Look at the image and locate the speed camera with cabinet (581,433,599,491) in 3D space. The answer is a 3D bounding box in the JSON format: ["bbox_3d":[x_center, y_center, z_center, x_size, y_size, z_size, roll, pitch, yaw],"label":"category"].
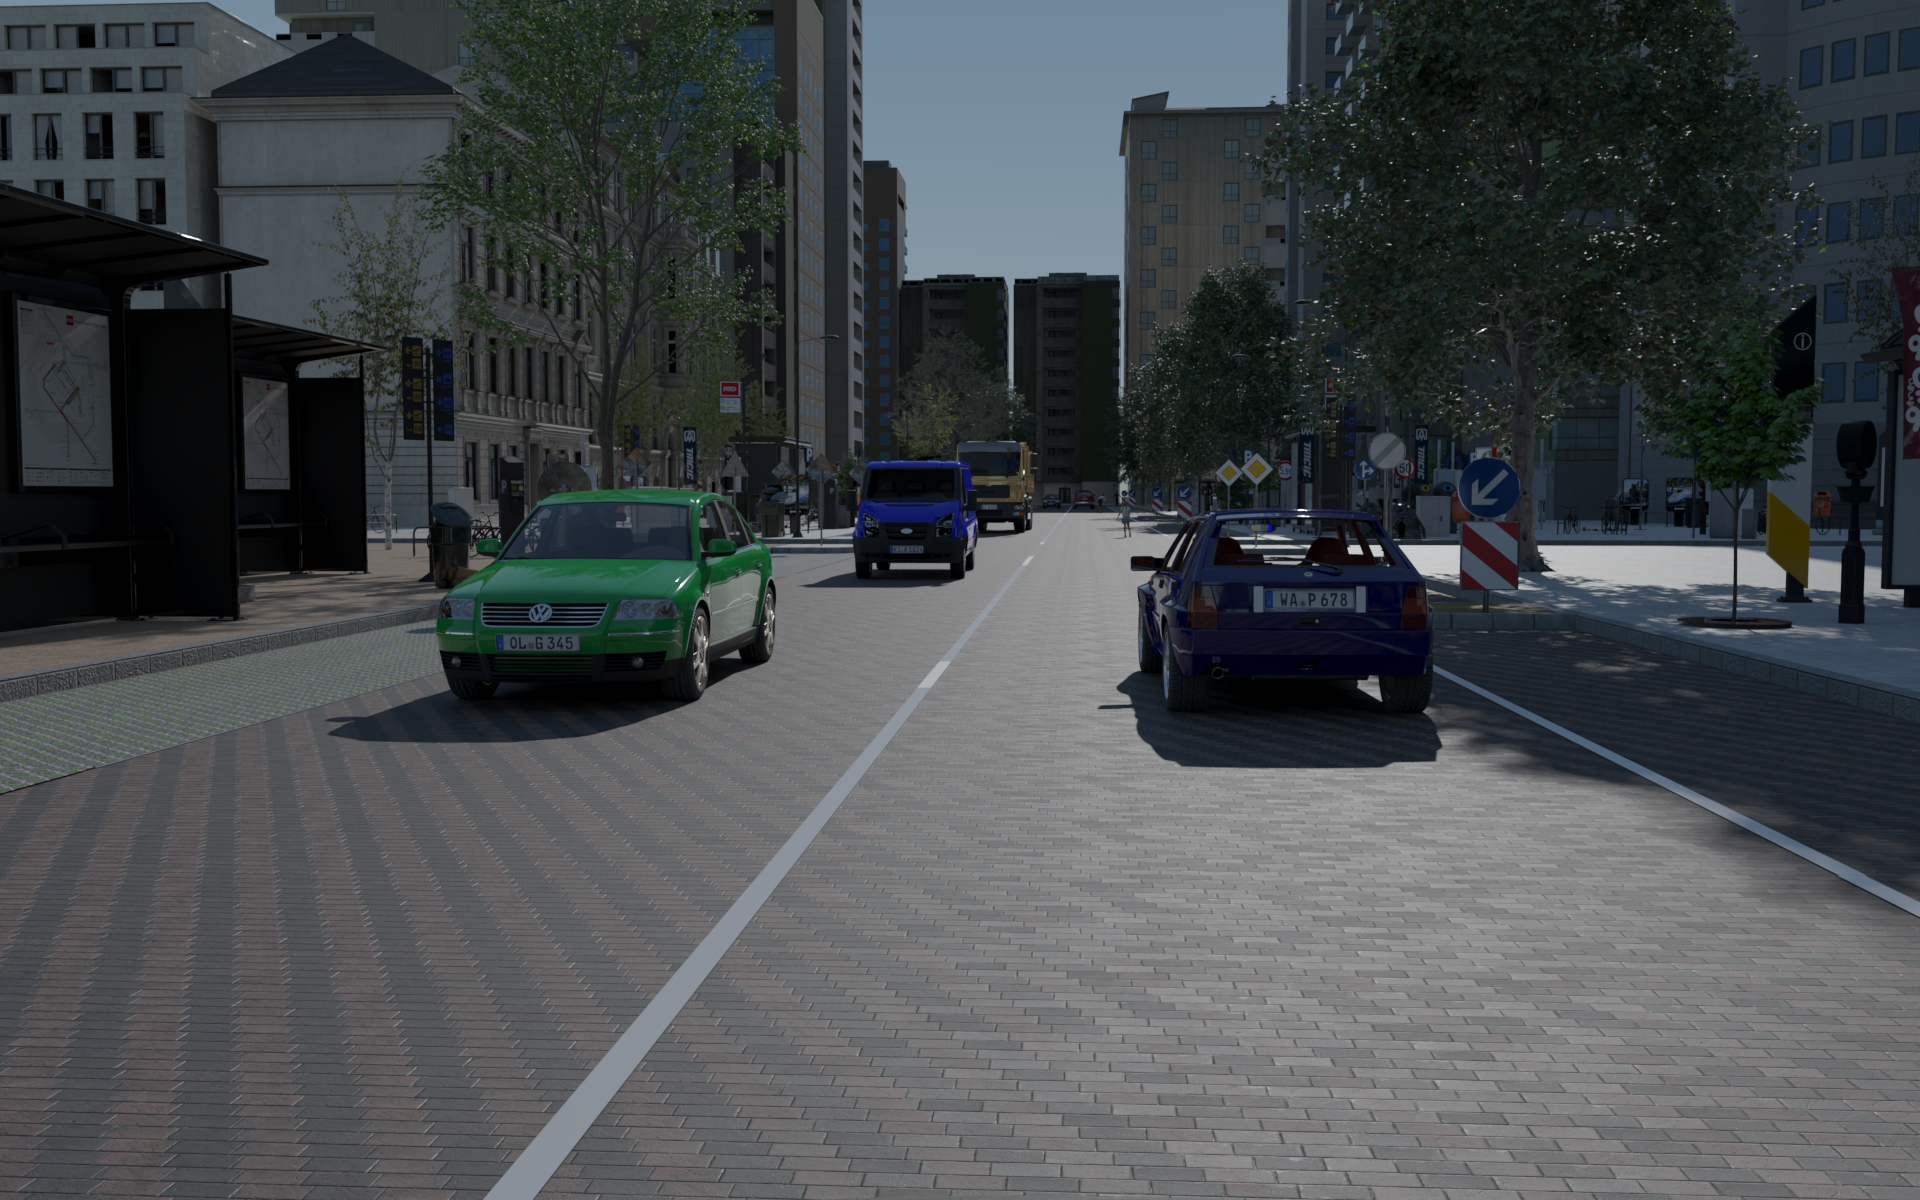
[{"bbox_3d":[-11.985,-3.760,55.814,0.660,3.252,2.038,-1,4,-10],"label":"speed camera with cabinet"}]

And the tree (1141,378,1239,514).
[{"bbox_3d":[13.440,-8.962,96.894,4.737,8.622,4.395,0,3,0],"label":"tree"}]

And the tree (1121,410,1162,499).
[{"bbox_3d":[18.694,-14.021,163.654,7.601,10.594,8.767,0,4,-7],"label":"tree"}]

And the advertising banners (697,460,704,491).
[{"bbox_3d":[-13.865,-5.673,88.947,2.074,3.025,0.090,2,4,35],"label":"advertising banners"}]

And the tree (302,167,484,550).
[{"bbox_3d":[-13.136,-5.472,39.835,4.360,8.622,3.978,0,3,0],"label":"tree"}]

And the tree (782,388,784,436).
[{"bbox_3d":[-11.999,-8.225,84.837,4.737,8.622,4.395,0,3,0],"label":"tree"}]

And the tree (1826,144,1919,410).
[{"bbox_3d":[20.740,-5.316,37.280,4.360,8.622,3.978,0,3,0],"label":"tree"}]

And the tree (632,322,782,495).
[{"bbox_3d":[-10.506,-7.468,72.462,4.737,8.622,4.395,0,3,0],"label":"tree"}]

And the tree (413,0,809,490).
[{"bbox_3d":[-6.548,-6.512,32.223,9.928,11.665,9.643,0,3,0],"label":"tree"}]

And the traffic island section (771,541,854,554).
[{"bbox_3d":[-3.449,-1.258,42.856,2.009,0.180,2.903,0,4,4],"label":"traffic island section"}]

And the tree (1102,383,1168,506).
[{"bbox_3d":[20.589,-17.521,193.126,9.857,13.997,8.962,0,3,0],"label":"tree"}]

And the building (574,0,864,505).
[{"bbox_3d":[-24.432,-38.918,178.305,28.212,58.520,21.231,0,4,4],"label":"building"}]

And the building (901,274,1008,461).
[{"bbox_3d":[-0.618,-28.075,230.721,14.107,30.474,14.160,0,4,4],"label":"building"}]

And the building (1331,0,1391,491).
[{"bbox_3d":[42.328,-31.772,139.088,23.786,49.044,30.456,0,4,4],"label":"building"}]

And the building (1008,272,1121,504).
[{"bbox_3d":[14.065,-27.969,228.996,14.107,30.474,14.160,0,4,4],"label":"building"}]

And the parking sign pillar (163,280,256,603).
[{"bbox_3d":[-9.127,-1.953,20.411,1.447,3.967,1.447,3,5,42],"label":"parking sign pillar"}]

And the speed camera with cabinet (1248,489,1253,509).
[{"bbox_3d":[16.985,-6.540,101.270,0.660,3.252,2.038,2,4,34],"label":"speed camera with cabinet"}]

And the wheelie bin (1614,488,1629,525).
[{"bbox_3d":[28.032,-3.989,73.126,0.693,1.594,0.980,0,4,5],"label":"wheelie bin"}]

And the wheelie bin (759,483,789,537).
[{"bbox_3d":[-5.558,-2.665,51.488,0.980,1.594,0.693,1,4,14],"label":"wheelie bin"}]

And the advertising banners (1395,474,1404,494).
[{"bbox_3d":[21.250,-5.273,82.409,2.074,3.025,0.090,-3,4,-39],"label":"advertising banners"}]

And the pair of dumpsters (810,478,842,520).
[{"bbox_3d":[-6.827,-5.064,85.295,1.574,2.255,4.437,0,4,4],"label":"pair of dumpsters"}]

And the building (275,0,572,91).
[{"bbox_3d":[-52.890,-35.943,176.899,27.495,52.752,28.713,0,4,4],"label":"building"}]

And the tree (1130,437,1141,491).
[{"bbox_3d":[19.998,-14.331,184.666,4.737,8.622,4.395,0,3,0],"label":"tree"}]

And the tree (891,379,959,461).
[{"bbox_3d":[-2.004,-9.775,110.189,4.360,8.622,3.978,0,3,0],"label":"tree"}]

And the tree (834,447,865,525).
[{"bbox_3d":[-4.627,-4.731,71.949,1.663,3.219,1.824,0,3,0],"label":"tree"}]

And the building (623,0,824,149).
[{"bbox_3d":[-19.492,-30.444,147.863,14.600,45.320,14.200,0,4,4],"label":"building"}]

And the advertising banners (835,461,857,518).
[{"bbox_3d":[-6.095,-5.967,93.747,0.090,3.025,2.074,2,4,35],"label":"advertising banners"}]

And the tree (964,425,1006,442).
[{"bbox_3d":[2.495,-13.388,169.259,4.737,8.622,4.395,0,3,0],"label":"tree"}]

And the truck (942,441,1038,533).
[{"bbox_3d":[1.365,-4.295,66.142,3.469,3.379,9.791,0,4,5],"label":"truck"}]

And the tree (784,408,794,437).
[{"bbox_3d":[-12.590,-9.896,112.168,4.737,8.622,4.395,0,3,0],"label":"tree"}]

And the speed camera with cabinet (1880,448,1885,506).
[{"bbox_3d":[18.212,-2.313,32.161,2.038,3.252,0.660,0,4,-8],"label":"speed camera with cabinet"}]

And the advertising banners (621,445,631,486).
[{"bbox_3d":[-12.558,-4.022,61.950,2.074,3.025,0.090,1,4,18],"label":"advertising banners"}]

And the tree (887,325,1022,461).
[{"bbox_3d":[-0.297,-13.133,125.099,12.009,13.543,11.850,0,3,0],"label":"tree"}]

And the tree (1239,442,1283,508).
[{"bbox_3d":[11.098,-4.258,64.225,1.663,3.219,1.824,0,3,0],"label":"tree"}]

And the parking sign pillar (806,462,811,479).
[{"bbox_3d":[-8.532,-6.312,91.667,1.447,3.967,1.447,2,4,26],"label":"parking sign pillar"}]

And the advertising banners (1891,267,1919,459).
[{"bbox_3d":[8.219,-1.049,13.343,2.074,3.025,0.090,0,4,7],"label":"advertising banners"}]

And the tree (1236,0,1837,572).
[{"bbox_3d":[9.402,-6.814,28.417,9.611,12.733,9.660,0,3,0],"label":"tree"}]

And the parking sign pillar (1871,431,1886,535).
[{"bbox_3d":[29.277,-4.005,53.957,1.447,3.967,1.447,-1,4,-19],"label":"parking sign pillar"}]

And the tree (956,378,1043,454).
[{"bbox_3d":[4.203,-17.273,189.066,9.857,13.997,8.962,0,3,0],"label":"tree"}]

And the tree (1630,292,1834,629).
[{"bbox_3d":[7.581,-1.351,16.693,1.663,3.219,1.824,0,3,0],"label":"tree"}]

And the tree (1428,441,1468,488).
[{"bbox_3d":[30.139,-7.549,107.135,4.285,4.588,4.351,0,3,0],"label":"tree"}]

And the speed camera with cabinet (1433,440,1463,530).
[{"bbox_3d":[17.606,-4.158,62.319,0.660,3.252,2.038,0,4,-1],"label":"speed camera with cabinet"}]

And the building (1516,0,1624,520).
[{"bbox_3d":[36.359,-24.819,89.381,14.154,41.232,14.086,0,4,4],"label":"building"}]

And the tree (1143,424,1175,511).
[{"bbox_3d":[15.671,-10.949,129.379,4.360,8.622,3.978,0,3,0],"label":"tree"}]

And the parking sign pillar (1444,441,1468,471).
[{"bbox_3d":[24.949,-6.030,87.062,1.447,3.967,1.447,-3,5,-42],"label":"parking sign pillar"}]

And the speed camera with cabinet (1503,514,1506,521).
[{"bbox_3d":[19.045,-4.086,61.137,2.038,3.252,0.660,-2,4,-32],"label":"speed camera with cabinet"}]

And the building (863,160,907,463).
[{"bbox_3d":[-14.702,-35.574,231.753,14.200,45.320,14.600,0,4,4],"label":"building"}]

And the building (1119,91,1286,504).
[{"bbox_3d":[35.510,-39.478,234.703,27.495,52.752,28.713,0,4,4],"label":"building"}]

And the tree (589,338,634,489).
[{"bbox_3d":[-14.755,-7.783,77.614,4.737,8.622,4.395,0,3,0],"label":"tree"}]

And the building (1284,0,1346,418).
[{"bbox_3d":[42.608,-38.395,169.758,21.231,58.520,28.212,0,4,4],"label":"building"}]

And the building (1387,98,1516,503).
[{"bbox_3d":[35.709,-21.068,116.163,14.160,30.474,14.107,0,4,4],"label":"building"}]

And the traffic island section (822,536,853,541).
[{"bbox_3d":[-2.888,-1.746,50.821,2.009,0.180,2.903,0,4,4],"label":"traffic island section"}]

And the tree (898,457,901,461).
[{"bbox_3d":[-3.033,-5.794,89.333,1.663,3.219,1.824,0,3,0],"label":"tree"}]

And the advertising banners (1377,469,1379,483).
[{"bbox_3d":[28.619,-7.548,119.593,0.090,3.025,2.074,0,4,-3],"label":"advertising banners"}]

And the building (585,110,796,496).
[{"bbox_3d":[-20.796,-22.174,134.246,14.160,30.474,14.107,0,4,4],"label":"building"}]

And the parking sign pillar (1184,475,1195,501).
[{"bbox_3d":[16.034,-8.102,120.946,1.447,3.967,1.447,0,4,-8],"label":"parking sign pillar"}]

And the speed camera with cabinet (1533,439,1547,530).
[{"bbox_3d":[20.817,-4.207,63.128,0.660,3.252,2.038,0,4,4],"label":"speed camera with cabinet"}]

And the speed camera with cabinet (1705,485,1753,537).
[{"bbox_3d":[23.505,-3.582,52.897,0.660,3.252,2.038,0,4,-1],"label":"speed camera with cabinet"}]

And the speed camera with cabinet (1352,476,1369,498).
[{"bbox_3d":[20.785,-5.798,89.139,2.038,3.252,0.660,0,4,6],"label":"speed camera with cabinet"}]
